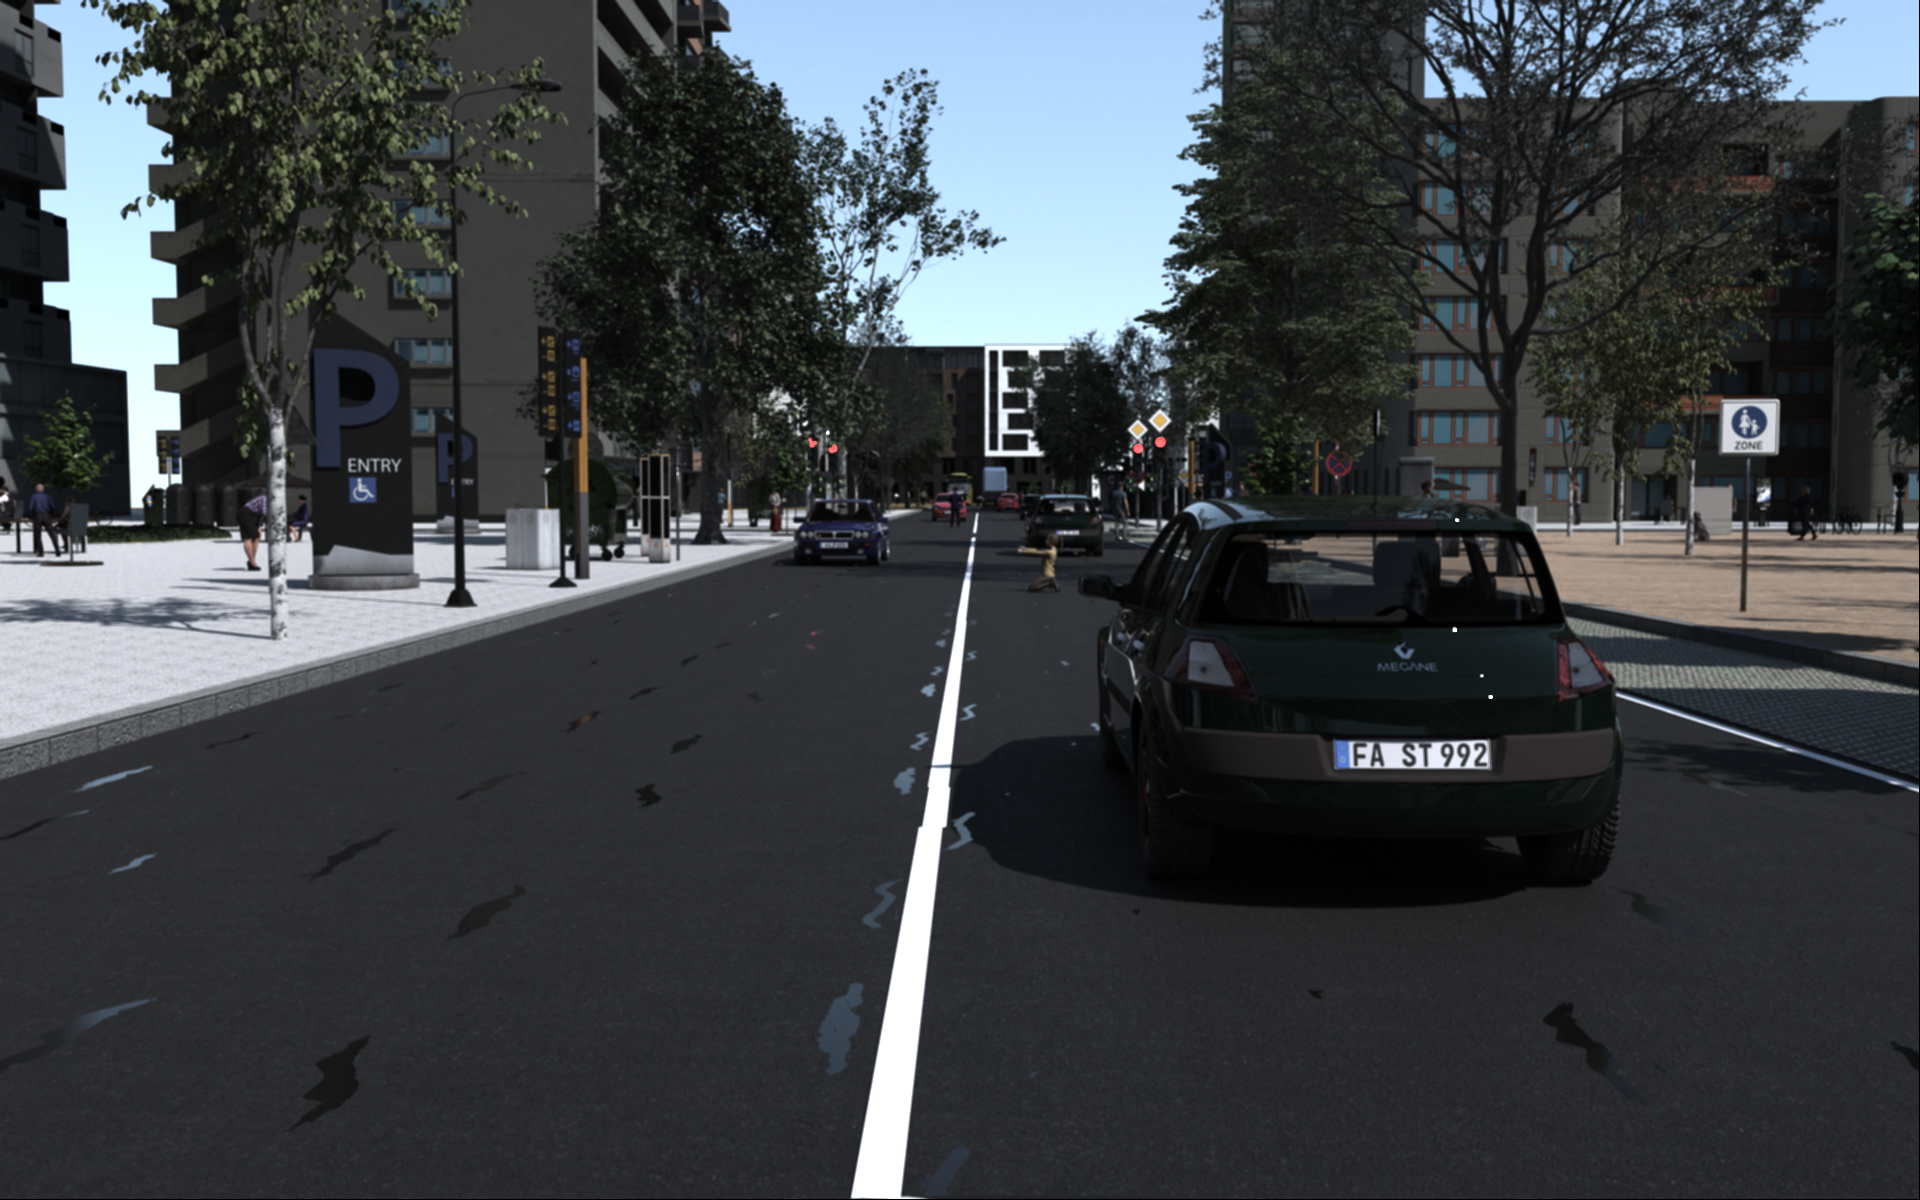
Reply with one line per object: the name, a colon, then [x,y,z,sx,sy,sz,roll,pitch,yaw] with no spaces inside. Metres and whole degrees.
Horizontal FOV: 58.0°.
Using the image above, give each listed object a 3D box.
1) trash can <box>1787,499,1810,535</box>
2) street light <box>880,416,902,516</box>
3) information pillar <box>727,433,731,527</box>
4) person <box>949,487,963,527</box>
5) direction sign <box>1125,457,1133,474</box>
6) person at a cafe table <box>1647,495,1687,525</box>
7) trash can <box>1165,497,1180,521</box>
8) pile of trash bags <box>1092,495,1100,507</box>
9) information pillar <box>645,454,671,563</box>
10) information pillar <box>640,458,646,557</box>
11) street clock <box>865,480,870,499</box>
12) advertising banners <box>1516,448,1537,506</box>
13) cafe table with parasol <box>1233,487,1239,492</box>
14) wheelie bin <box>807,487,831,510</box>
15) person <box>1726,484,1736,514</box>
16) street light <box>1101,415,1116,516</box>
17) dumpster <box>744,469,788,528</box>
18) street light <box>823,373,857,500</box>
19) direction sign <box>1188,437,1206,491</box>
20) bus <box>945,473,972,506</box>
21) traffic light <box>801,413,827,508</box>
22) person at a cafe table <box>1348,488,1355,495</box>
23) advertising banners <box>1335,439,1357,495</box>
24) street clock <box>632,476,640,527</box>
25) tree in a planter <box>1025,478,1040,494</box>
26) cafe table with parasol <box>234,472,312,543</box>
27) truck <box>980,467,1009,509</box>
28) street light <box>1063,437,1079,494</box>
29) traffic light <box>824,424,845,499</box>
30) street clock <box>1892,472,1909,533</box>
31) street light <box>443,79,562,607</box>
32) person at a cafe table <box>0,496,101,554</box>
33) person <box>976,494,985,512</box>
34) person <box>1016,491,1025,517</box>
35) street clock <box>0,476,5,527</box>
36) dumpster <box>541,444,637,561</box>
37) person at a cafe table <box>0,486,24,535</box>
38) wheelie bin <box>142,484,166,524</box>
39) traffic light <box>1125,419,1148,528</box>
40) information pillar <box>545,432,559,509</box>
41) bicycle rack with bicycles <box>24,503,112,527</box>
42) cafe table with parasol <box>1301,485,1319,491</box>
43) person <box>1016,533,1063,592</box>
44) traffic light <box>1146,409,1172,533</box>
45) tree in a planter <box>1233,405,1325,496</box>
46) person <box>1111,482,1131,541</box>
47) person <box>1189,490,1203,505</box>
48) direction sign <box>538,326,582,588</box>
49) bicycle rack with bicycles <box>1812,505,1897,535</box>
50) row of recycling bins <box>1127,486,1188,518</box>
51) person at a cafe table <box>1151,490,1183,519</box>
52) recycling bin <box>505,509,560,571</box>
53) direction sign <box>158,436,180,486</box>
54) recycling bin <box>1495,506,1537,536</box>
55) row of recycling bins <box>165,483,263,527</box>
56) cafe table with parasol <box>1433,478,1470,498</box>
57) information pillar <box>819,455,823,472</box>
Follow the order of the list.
trash can: [26.163,-2.592,54.029,0.748,1.137,0.748,0,3,0]
street light: [-4.187,-8.006,103.444,1.470,5.913,1.316,0,4,1]
information pillar: [-8.875,-4.607,66.678,0.183,3.616,0.504,0,4,-4]
person: [-0.198,-3.990,74.436,0.576,1.737,0.504,-1,4,-14]
direction sign: [10.461,-6.930,105.300,0.876,3.537,0.379,1,4,21]
person at a cafe table: [29.692,-3.773,72.545,1.698,1.238,1.726,2,4,30]
trash can: [10.119,-4.331,82.458,0.748,1.137,0.748,0,3,0]
pile of trash bags: [10.995,-7.638,134.632,3.447,1.369,1.912,-1,4,-17]
information pillar: [-5.578,-1.690,32.125,0.304,2.012,0.304,1,4,18]
information pillar: [-6.395,-1.897,35.502,0.304,2.012,0.304,0,4,-8]
street clock: [-4.862,-5.292,91.092,0.358,2.002,0.471,0,4,6]
advertising banners: [21.559,-4.291,66.349,0.090,3.025,2.074,-1,4,-9]
cafe table with parasol: [16.212,-6.233,106.769,2.610,1.966,2.610,0,4,-6]
wheelie bin: [-6.505,-4.340,78.863,0.980,1.594,0.693,-1,4,-18]
person: [27.722,-3.300,62.577,0.598,1.807,0.434,1,4,20]
street light: [8.594,-7.895,101.620,1.470,5.913,1.316,0,4,1]
dumpster: [-7.510,-3.947,67.035,1.502,2.255,1.985,0,4,1]
street light: [-4.609,-5.701,65.755,1.470,5.913,1.316,0,4,1]
direction sign: [9.441,-4.712,69.040,0.379,3.537,0.876,-3,5,-43]
bus: [-0.030,-12.969,203.591,2.896,3.916,12.252,0,4,3]
traffic light: [-4.833,-4.173,57.144,0.839,4.253,0.868,0,4,1]
person at a cafe table: [23.521,-6.079,107.913,1.698,1.524,1.622,-3,4,-36]
advertising banners: [12.407,-3.647,55.821,0.090,3.025,2.074,2,4,32]
street clock: [-12.795,-3.896,68.266,0.471,2.002,0.358,0,4,-8]
tree in a planter: [8.184,-12.041,194.095,1.991,3.239,1.994,0,4,1]
cafe table with parasol: [-18.134,-2.514,45.964,2.610,1.966,2.610,2,4,28]
truck: [3.424,-10.861,167.343,2.967,4.110,18.799,0,4,0]
street light: [8.981,-10.202,139.346,1.470,5.913,1.316,0,4,1]
traffic light: [-4.741,-4.661,65.128,0.839,4.253,0.868,0,4,1]
street clock: [31.187,-3.236,57.472,0.358,2.002,0.471,-1,4,-16]
street light: [-5.160,-2.876,19.568,1.470,5.913,1.316,0,4,1]
person at a cafe table: [-19.433,-1.620,37.351,1.726,1.238,1.698,3,4,36]
person: [1.579,-7.596,135.885,0.628,1.438,0.799,1,4,12]
person: [3.729,-5.887,106.225,0.593,1.643,0.415,-2,4,-32]
street clock: [-37.850,-3.890,68.169,0.471,2.002,0.358,-1,4,-12]
dumpster: [-7.234,-1.913,33.779,1.502,2.255,1.985,0,4,1]
person at a cafe table: [-30.451,-2.826,54.721,1.622,1.524,1.698,0,4,4]
wheelie bin: [-25.692,-2.894,55.226,0.693,1.594,0.980,-2,4,-24]
traffic light: [6.640,-4.654,65.013,0.839,4.253,0.868,0,4,1]
information pillar: [-12.985,-3.904,55.182,0.504,3.616,0.183,-1,4,-15]
bicycle rack with bicycles: [-34.914,-3.304,67.409,2.925,0.926,2.852,-1,4,-8]
cafe table with parasol: [17.126,-5.161,89.243,2.610,1.966,2.610,2,4,27]
person: [1.165,-0.549,25.403,0.695,0.859,0.347,1,4,14]
traffic light: [6.547,-4.166,57.028,0.839,4.253,0.868,0,4,1]
tree in a planter: [6.332,-2.291,34.687,1.991,3.239,1.994,0,4,1]
person: [4.923,-2.704,52.844,0.434,1.807,0.598,-3,4,-38]
person: [6.033,-2.040,44.319,0.523,1.526,0.387,0,4,-1]
direction sign: [-5.486,-1.947,23.828,0.379,3.537,0.876,2,4,25]
bicycle rack with bicycles: [28.803,-2.587,55.676,2.852,0.926,2.925,1,4,19]
row of recycling bins: [10.685,-5.255,93.025,3.534,1.692,1.069,-1,4,-10]
person at a cafe table: [10.611,-4.920,88.950,1.622,1.524,1.698,1,4,11]
recycling bin: [-7.231,-1.034,29.460,0.722,1.027,0.722,1,4,22]
direction sign: [-31.089,-4.656,68.130,0.379,3.537,0.876,2,4,34]
recycling bin: [11.471,-1.421,35.781,0.722,1.027,0.722,0,4,7]
row of recycling bins: [-28.799,-3.662,66.986,3.534,1.692,1.069,-3,5,-39]
cafe table with parasol: [19.879,-4.105,71.986,2.610,1.966,2.610,3,5,44]
information pillar: [-7.769,-6.517,97.912,0.183,3.616,0.504,-3,4,-38]
